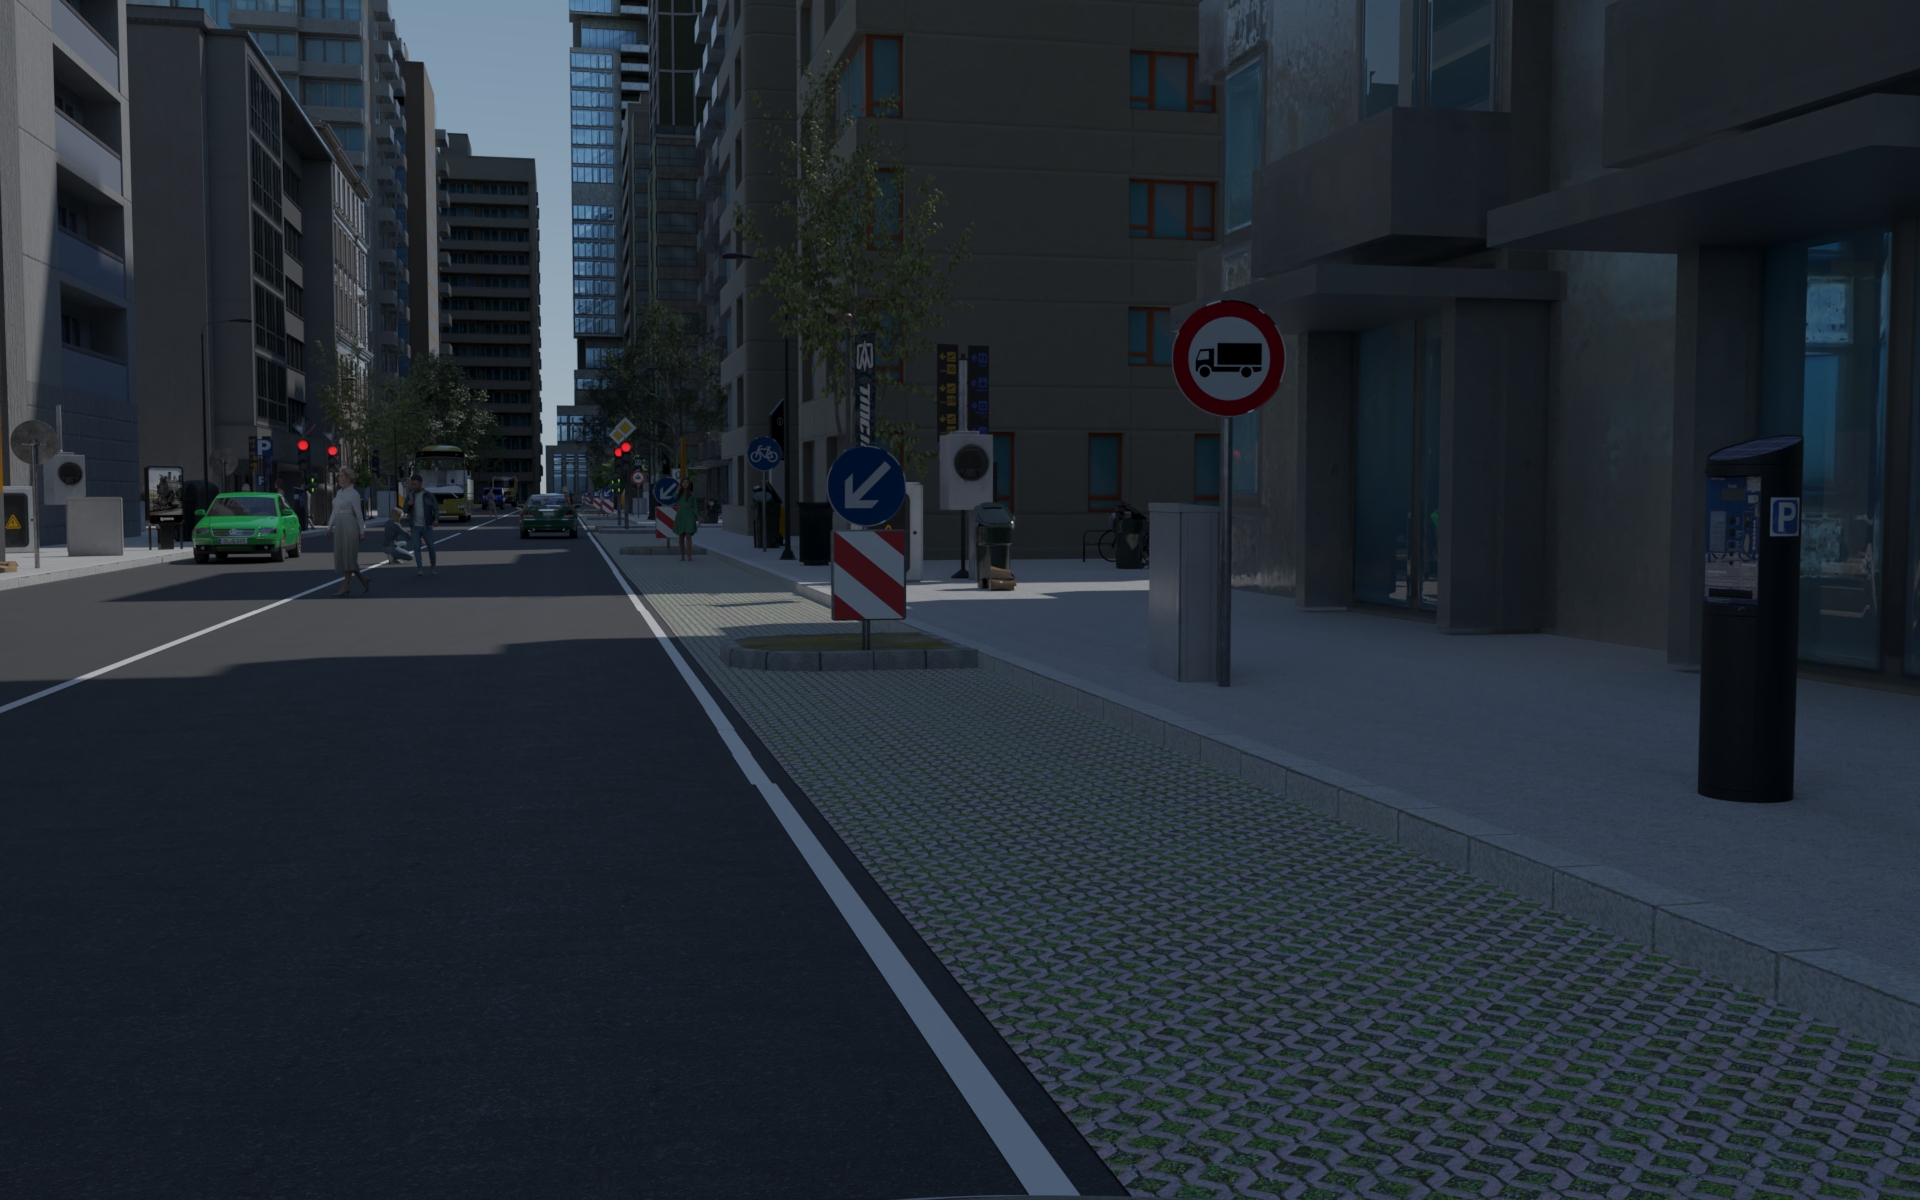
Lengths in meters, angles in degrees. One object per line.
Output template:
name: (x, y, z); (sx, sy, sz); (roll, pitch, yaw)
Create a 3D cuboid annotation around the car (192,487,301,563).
car: (-15.420, -1.758, 37.543); (1.959, 1.807, 4.718); (-1, 4, -15)

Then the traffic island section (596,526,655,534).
traffic island section: (-12.150, -2.506, 63.246); (2.009, 0.180, 2.903); (-1, 4, -13)

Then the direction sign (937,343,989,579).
direction sign: (0.047, -2.099, 26.316); (0.876, 3.537, 0.379); (-2, 4, -27)

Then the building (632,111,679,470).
building: (-28.661, -30.955, 189.703); (14.154, 41.232, 14.086); (-1, 4, -13)

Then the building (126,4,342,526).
building: (-39.120, -16.145, 83.042); (14.314, 24.678, 30.058); (-1, 4, -13)

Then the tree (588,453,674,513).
tree: (-22.788, -8.260, 118.757); (4.285, 4.588, 4.351); (0, 3, 0)

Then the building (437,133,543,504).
building: (-68.042, -37.397, 235.144); (21.600, 48.544, 21.300); (-1, 4, -13)

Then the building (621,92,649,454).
building: (-29.162, -35.715, 207.638); (21.300, 48.544, 21.600); (-1, 4, -13)

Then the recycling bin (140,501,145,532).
recycling bin: (-28.169, -2.826, 58.765); (0.722, 1.027, 0.722); (0, 4, 3)

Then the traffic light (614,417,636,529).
traffic light: (-12.192, -4.538, 63.123); (0.839, 4.253, 0.868); (-1, 4, -13)

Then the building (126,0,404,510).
building: (-60.788, -32.576, 152.221); (23.786, 49.044, 30.456); (-1, 4, -13)

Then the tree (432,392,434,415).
tree: (-33.483, -9.366, 103.491); (4.737, 8.622, 4.395); (0, 3, 0)

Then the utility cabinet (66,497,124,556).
utility cabinet: (-17.938, -1.515, 35.930); (1.020, 1.237, 0.306); (-1, 4, -22)

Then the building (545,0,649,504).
building: (-41.841, -56.690, 239.547); (31.000, 86.520, 22.319); (-1, 4, -13)

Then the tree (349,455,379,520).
tree: (-29.424, -5.494, 84.433); (1.663, 3.219, 1.824); (0, 3, 0)

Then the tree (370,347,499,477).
tree: (-40.985, -13.359, 135.419); (9.611, 12.733, 9.660); (0, 3, 0)

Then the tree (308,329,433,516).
tree: (-27.268, -7.811, 78.065); (4.737, 8.622, 4.395); (0, 3, 0)

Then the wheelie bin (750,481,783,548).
wheelie bin: (-4.612, -2.032, 41.137); (0.693, 1.594, 0.980); (-1, 4, -20)

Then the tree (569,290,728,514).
tree: (-13.269, -8.891, 79.775); (7.601, 10.594, 8.767); (0, 4, 1)

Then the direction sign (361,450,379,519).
direction sign: (-30.214, -5.920, 88.789); (0.876, 3.537, 0.379); (0, 3, 0)

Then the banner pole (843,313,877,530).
banner pole: (-1.404, -2.074, 23.923); (0.401, 3.779, 0.863); (-3, 5, -40)

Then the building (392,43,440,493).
building: (-60.525, -32.119, 175.261); (14.600, 45.320, 14.200); (-1, 4, -13)

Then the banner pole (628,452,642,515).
banner pole: (-19.412, -6.954, 103.718); (0.863, 3.779, 0.401); (0, 4, 6)

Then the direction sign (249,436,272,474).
direction sign: (-27.343, -4.632, 67.726); (0.876, 3.537, 0.379); (0, 4, 2)

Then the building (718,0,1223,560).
building: (8.288, -12.518, 49.709); (27.650, 21.520, 28.899); (-1, 4, -13)

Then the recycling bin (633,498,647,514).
recycling bin: (-20.320, -5.951, 109.856); (0.722, 1.027, 0.722); (2, 4, 27)

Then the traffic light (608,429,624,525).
traffic light: (-13.982, -5.014, 70.906); (0.839, 4.253, 0.868); (-1, 4, -13)

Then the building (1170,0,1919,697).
building: (15.698, -23.998, 11.982); (23.786, 49.044, 30.456); (-1, 4, -13)

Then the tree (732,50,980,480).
tree: (-1.838, -4.821, 29.194); (4.737, 8.622, 4.395); (0, 3, 0)

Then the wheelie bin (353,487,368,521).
wheelie bin: (-28.428, -4.515, 81.723); (0.980, 1.594, 0.693); (-1, 4, -15)

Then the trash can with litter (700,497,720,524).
trash can with litter: (-10.844, -3.867, 74.614); (1.055, 1.170, 0.624); (3, 4, 38)

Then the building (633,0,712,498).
building: (-22.118, -44.855, 171.636); (20.563, 71.187, 20.611); (-1, 4, -13)

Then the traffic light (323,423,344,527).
traffic light: (-24.710, -4.863, 68.430); (0.839, 4.253, 0.868); (-1, 4, -13)

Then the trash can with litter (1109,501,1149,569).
trash can with litter: (3.128, -1.127, 29.822); (1.055, 1.170, 0.624); (-1, 4, -13)

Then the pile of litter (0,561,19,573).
pile of litter: (-16.210, -0.895, 28.596); (1.176, 0.858, 1.719); (-2, 4, -32)

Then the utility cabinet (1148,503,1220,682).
utility cabinet: (1.586, -0.068, 12.281); (0.306, 1.237, 1.020); (0, 4, -6)

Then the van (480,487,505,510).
van: (-42.739, -9.431, 158.576); (2.240, 2.365, 5.245); (-1, 4, -13)

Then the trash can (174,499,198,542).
trash can: (-20.924, -2.143, 46.684); (0.748, 1.137, 0.748); (0, 3, 0)

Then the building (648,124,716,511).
building: (-17.689, -22.517, 139.847); (14.160, 30.474, 14.107); (-1, 4, -13)

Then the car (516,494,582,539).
car: (-13.579, -2.777, 57.208); (2.131, 1.459, 4.920); (-1, 4, -13)

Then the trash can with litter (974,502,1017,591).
trash can with litter: (0.553, -0.731, 23.347); (0.624, 1.170, 1.055); (-1, 4, -13)

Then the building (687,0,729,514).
building: (-5.145, -30.063, 111.143); (23.786, 49.044, 30.456); (-1, 4, -13)

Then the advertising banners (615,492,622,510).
advertising banners: (-26.836, -8.602, 136.828); (0.090, 3.025, 2.074); (-2, 4, -35)

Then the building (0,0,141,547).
building: (-37.499, -30.661, 43.299); (28.212, 58.520, 21.231); (-1, 4, -13)

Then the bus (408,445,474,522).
bus: (-26.999, -6.071, 90.811); (2.896, 3.916, 12.252); (-1, 4, -14)

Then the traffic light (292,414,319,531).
traffic light: (-22.920, -4.387, 60.648); (0.839, 4.253, 0.868); (-1, 4, -13)

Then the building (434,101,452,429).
building: (-73.750, -35.264, 196.168); (30.456, 49.044, 23.786); (-1, 4, -13)

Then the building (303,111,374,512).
building: (-44.882, -19.121, 109.886); (12.463, 27.353, 25.104); (-1, 4, -13)

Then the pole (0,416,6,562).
pole: (-16.854, -2.228, 30.265); (0.158, 3.312, 0.155); (0, 3, 0)

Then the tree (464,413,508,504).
tree: (-60.540, -17.811, 216.961); (9.928, 11.665, 9.643); (0, 3, 0)

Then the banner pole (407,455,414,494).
banner pole: (-35.614, -7.472, 112.181); (0.401, 3.779, 0.863); (1, 4, 22)

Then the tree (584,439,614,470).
tree: (-43.634, -15.916, 210.596); (4.360, 8.622, 3.978); (0, 3, 0)

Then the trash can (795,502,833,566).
trash can: (-2.590, -1.192, 31.149); (0.748, 1.137, 0.748); (0, 3, 0)

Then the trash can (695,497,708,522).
trash can: (-12.160, -4.237, 80.936); (0.748, 1.137, 0.748); (0, 3, 0)

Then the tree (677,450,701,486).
tree: (-21.100, -8.941, 129.899); (4.285, 4.588, 4.351); (0, 3, 0)

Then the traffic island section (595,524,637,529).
traffic island section: (-13.940, -2.982, 71.029); (2.009, 0.180, 2.903); (-1, 4, -13)

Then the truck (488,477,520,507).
truck: (-51.433, -12.229, 195.869); (3.469, 3.379, 9.791); (-1, 4, -13)
